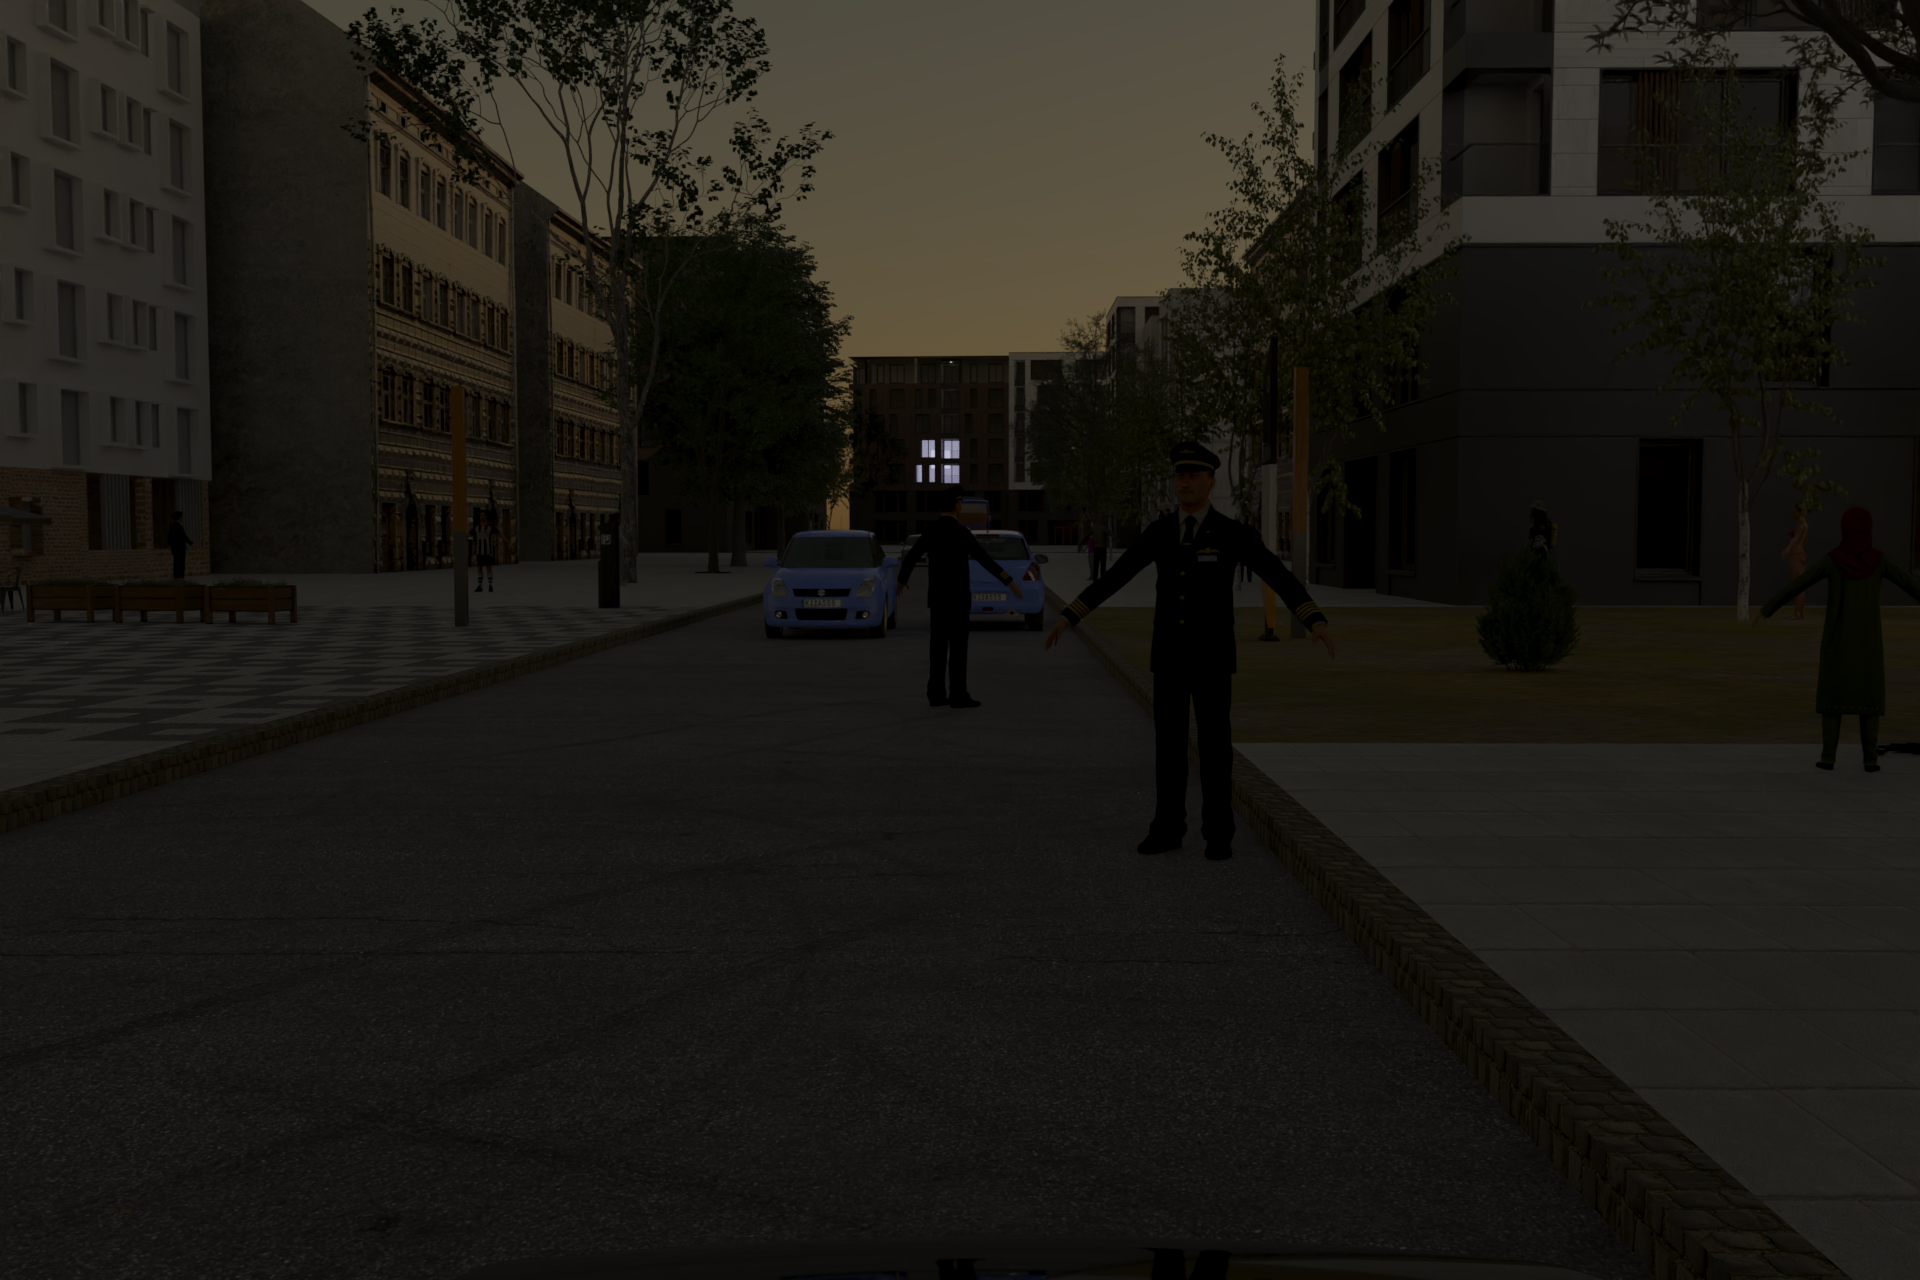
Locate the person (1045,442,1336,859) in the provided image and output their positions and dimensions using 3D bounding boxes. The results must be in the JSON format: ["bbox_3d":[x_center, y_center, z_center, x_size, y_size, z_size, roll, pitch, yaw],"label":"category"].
[{"bbox_3d":[1.034,0.039,7.756,1.347,1.837,0.705,2,4,27],"label":"person"}]

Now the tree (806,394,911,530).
[{"bbox_3d":[-7.368,-11.115,116.140,8.767,10.594,7.601,0,4,4],"label":"tree"}]

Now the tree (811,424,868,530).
[{"bbox_3d":[-8.080,-9.664,108.371,4.737,8.622,4.395,0,3,0],"label":"tree"}]

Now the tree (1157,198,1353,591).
[{"bbox_3d":[6.527,-5.419,38.961,4.737,8.622,4.395,0,3,0],"label":"tree"}]

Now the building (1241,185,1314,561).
[{"bbox_3d":[24.865,-15.545,85.093,19.493,23.208,18.063,0,4,1],"label":"building"}]

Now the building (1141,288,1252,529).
[{"bbox_3d":[23.635,-16.296,132.900,16.747,18.905,31.486,0,4,1],"label":"building"}]

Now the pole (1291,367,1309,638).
[{"bbox_3d":[4.182,-1.681,21.325,0.158,3.312,0.155,0,3,0],"label":"pole"}]

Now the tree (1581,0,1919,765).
[{"bbox_3d":[5.869,-6.073,9.657,12.009,13.543,11.850,0,3,0],"label":"tree"}]

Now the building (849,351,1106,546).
[{"bbox_3d":[4.327,-22.072,207.304,32.646,21.610,27.936,0,4,4],"label":"building"}]

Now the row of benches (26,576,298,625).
[{"bbox_3d":[-11.655,-0.590,25.105,4.104,0.672,1.422,1,4,11],"label":"row of benches"}]

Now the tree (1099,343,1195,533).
[{"bbox_3d":[7.303,-7.194,67.991,4.737,8.622,4.395,0,3,0],"label":"tree"}]

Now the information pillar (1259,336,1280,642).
[{"bbox_3d":[3.712,-1.799,20.773,0.183,3.616,0.504,0,4,-1],"label":"information pillar"}]

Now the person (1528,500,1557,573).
[{"bbox_3d":[9.864,-1.459,29.628,0.705,1.856,1.354,1,4,18],"label":"person"}]

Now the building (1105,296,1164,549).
[{"bbox_3d":[27.667,-19.646,165.184,27.936,21.610,32.646,0,4,1],"label":"building"}]

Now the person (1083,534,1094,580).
[{"bbox_3d":[3.600,-2.368,47.985,0.599,1.433,0.991,-1,4,-13],"label":"person"}]

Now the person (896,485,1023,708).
[{"bbox_3d":[-0.066,-0.366,14.380,1.347,1.837,0.705,3,5,40],"label":"person"}]

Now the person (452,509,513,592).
[{"bbox_3d":[-10.548,-1.971,38.377,1.345,1.843,0.704,0,4,0],"label":"person"}]

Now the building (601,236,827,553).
[{"bbox_3d":[-26.072,-17.833,135.542,27.936,21.610,32.646,0,4,2],"label":"building"}]

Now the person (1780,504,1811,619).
[{"bbox_3d":[12.557,-1.182,26.129,0.721,1.733,1.217,2,4,35],"label":"person"}]

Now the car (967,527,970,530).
[{"bbox_3d":[-0.182,-5.150,92.879,2.281,1.827,5.304,0,4,1],"label":"car"}]

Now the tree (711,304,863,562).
[{"bbox_3d":[-8.369,-9.978,81.267,7.486,12.596,7.792,0,3,0],"label":"tree"}]

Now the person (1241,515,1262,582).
[{"bbox_3d":[7.630,-2.455,46.365,1.346,1.802,0.704,-1,4,-8],"label":"person"}]

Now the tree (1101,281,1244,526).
[{"bbox_3d":[6.401,-6.120,50.431,4.737,8.622,4.395,0,3,0],"label":"tree"}]

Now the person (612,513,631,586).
[{"bbox_3d":[-8.468,-2.246,42.906,0.705,1.806,1.347,-2,4,-30],"label":"person"}]

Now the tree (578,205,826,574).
[{"bbox_3d":[-8.163,-7.981,56.244,9.928,11.665,9.643,0,3,0],"label":"tree"}]

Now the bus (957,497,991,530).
[{"bbox_3d":[0.653,-7.540,114.829,2.896,3.916,12.251,0,4,1],"label":"bus"}]

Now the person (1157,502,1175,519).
[{"bbox_3d":[3.686,-1.548,31.071,0.705,1.858,1.354,0,4,2],"label":"person"}]

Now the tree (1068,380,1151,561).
[{"bbox_3d":[7.236,-8.091,82.649,4.360,8.622,3.978,0,3,0],"label":"tree"}]

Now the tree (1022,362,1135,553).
[{"bbox_3d":[7.576,-12.012,114.525,7.486,12.596,7.792,0,3,0],"label":"tree"}]

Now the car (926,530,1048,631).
[{"bbox_3d":[0.421,-1.063,26.970,1.945,1.707,3.694,0,4,0],"label":"car"}]

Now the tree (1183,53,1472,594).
[{"bbox_3d":[5.719,-4.707,27.316,4.737,8.622,4.395,0,3,0],"label":"tree"}]

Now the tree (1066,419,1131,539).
[{"bbox_3d":[8.134,-9.474,105.256,4.737,8.622,4.395,0,3,0],"label":"tree"}]

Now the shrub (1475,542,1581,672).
[{"bbox_3d":[5.323,-0.313,16.228,1.383,1.207,1.383,0,3,0],"label":"shrub"}]

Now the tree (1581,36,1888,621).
[{"bbox_3d":[11.443,-4.582,25.274,4.737,8.622,4.395,0,3,0],"label":"tree"}]

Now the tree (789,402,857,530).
[{"bbox_3d":[-8.362,-8.805,94.320,4.360,8.622,3.978,0,3,0],"label":"tree"}]

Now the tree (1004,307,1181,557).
[{"bbox_3d":[7.426,-11.284,94.869,12.009,13.543,11.850,0,3,0],"label":"tree"}]

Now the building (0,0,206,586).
[{"bbox_3d":[-28.482,-11.256,40.461,16.016,20.090,11.380,0,4,1],"label":"building"}]

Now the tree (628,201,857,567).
[{"bbox_3d":[-8.745,-9.887,68.301,9.857,13.997,8.962,0,3,0],"label":"tree"}]

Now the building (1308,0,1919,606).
[{"bbox_3d":[22.986,-12.376,46.318,27.936,21.610,32.646,0,4,1],"label":"building"}]

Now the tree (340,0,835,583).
[{"bbox_3d":[-9.438,-11.474,43.493,12.611,20.169,13.585,0,3,0],"label":"tree"}]

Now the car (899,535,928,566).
[{"bbox_3d":[-1.693,-4.023,77.786,2.014,1.417,4.499,0,4,1],"label":"car"}]

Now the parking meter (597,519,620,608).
[{"bbox_3d":[-6.108,-1.328,30.117,0.372,1.533,0.369,0,3,0],"label":"parking meter"}]

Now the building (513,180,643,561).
[{"bbox_3d":[-27.979,-15.822,89.614,19.493,23.208,18.063,0,4,2],"label":"building"}]

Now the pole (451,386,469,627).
[{"bbox_3d":[-6.911,-1.840,23.934,0.158,3.312,0.155,0,3,0],"label":"pole"}]

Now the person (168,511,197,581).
[{"bbox_3d":[-17.950,-2.060,39.863,1.347,1.806,0.705,3,5,43],"label":"person"}]

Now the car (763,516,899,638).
[{"bbox_3d":[-1.824,-0.943,25.017,1.945,1.707,3.694,0,4,1],"label":"car"}]

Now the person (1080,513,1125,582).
[{"bbox_3d":[3.601,-2.337,44.333,1.348,1.813,0.705,3,4,36],"label":"person"}]

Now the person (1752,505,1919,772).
[{"bbox_3d":[4.862,-0.014,9.439,0.989,1.438,0.599,2,4,24],"label":"person"}]

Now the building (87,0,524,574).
[{"bbox_3d":[-28.083,-14.268,64.213,19.493,23.208,18.063,0,3,0],"label":"building"}]
